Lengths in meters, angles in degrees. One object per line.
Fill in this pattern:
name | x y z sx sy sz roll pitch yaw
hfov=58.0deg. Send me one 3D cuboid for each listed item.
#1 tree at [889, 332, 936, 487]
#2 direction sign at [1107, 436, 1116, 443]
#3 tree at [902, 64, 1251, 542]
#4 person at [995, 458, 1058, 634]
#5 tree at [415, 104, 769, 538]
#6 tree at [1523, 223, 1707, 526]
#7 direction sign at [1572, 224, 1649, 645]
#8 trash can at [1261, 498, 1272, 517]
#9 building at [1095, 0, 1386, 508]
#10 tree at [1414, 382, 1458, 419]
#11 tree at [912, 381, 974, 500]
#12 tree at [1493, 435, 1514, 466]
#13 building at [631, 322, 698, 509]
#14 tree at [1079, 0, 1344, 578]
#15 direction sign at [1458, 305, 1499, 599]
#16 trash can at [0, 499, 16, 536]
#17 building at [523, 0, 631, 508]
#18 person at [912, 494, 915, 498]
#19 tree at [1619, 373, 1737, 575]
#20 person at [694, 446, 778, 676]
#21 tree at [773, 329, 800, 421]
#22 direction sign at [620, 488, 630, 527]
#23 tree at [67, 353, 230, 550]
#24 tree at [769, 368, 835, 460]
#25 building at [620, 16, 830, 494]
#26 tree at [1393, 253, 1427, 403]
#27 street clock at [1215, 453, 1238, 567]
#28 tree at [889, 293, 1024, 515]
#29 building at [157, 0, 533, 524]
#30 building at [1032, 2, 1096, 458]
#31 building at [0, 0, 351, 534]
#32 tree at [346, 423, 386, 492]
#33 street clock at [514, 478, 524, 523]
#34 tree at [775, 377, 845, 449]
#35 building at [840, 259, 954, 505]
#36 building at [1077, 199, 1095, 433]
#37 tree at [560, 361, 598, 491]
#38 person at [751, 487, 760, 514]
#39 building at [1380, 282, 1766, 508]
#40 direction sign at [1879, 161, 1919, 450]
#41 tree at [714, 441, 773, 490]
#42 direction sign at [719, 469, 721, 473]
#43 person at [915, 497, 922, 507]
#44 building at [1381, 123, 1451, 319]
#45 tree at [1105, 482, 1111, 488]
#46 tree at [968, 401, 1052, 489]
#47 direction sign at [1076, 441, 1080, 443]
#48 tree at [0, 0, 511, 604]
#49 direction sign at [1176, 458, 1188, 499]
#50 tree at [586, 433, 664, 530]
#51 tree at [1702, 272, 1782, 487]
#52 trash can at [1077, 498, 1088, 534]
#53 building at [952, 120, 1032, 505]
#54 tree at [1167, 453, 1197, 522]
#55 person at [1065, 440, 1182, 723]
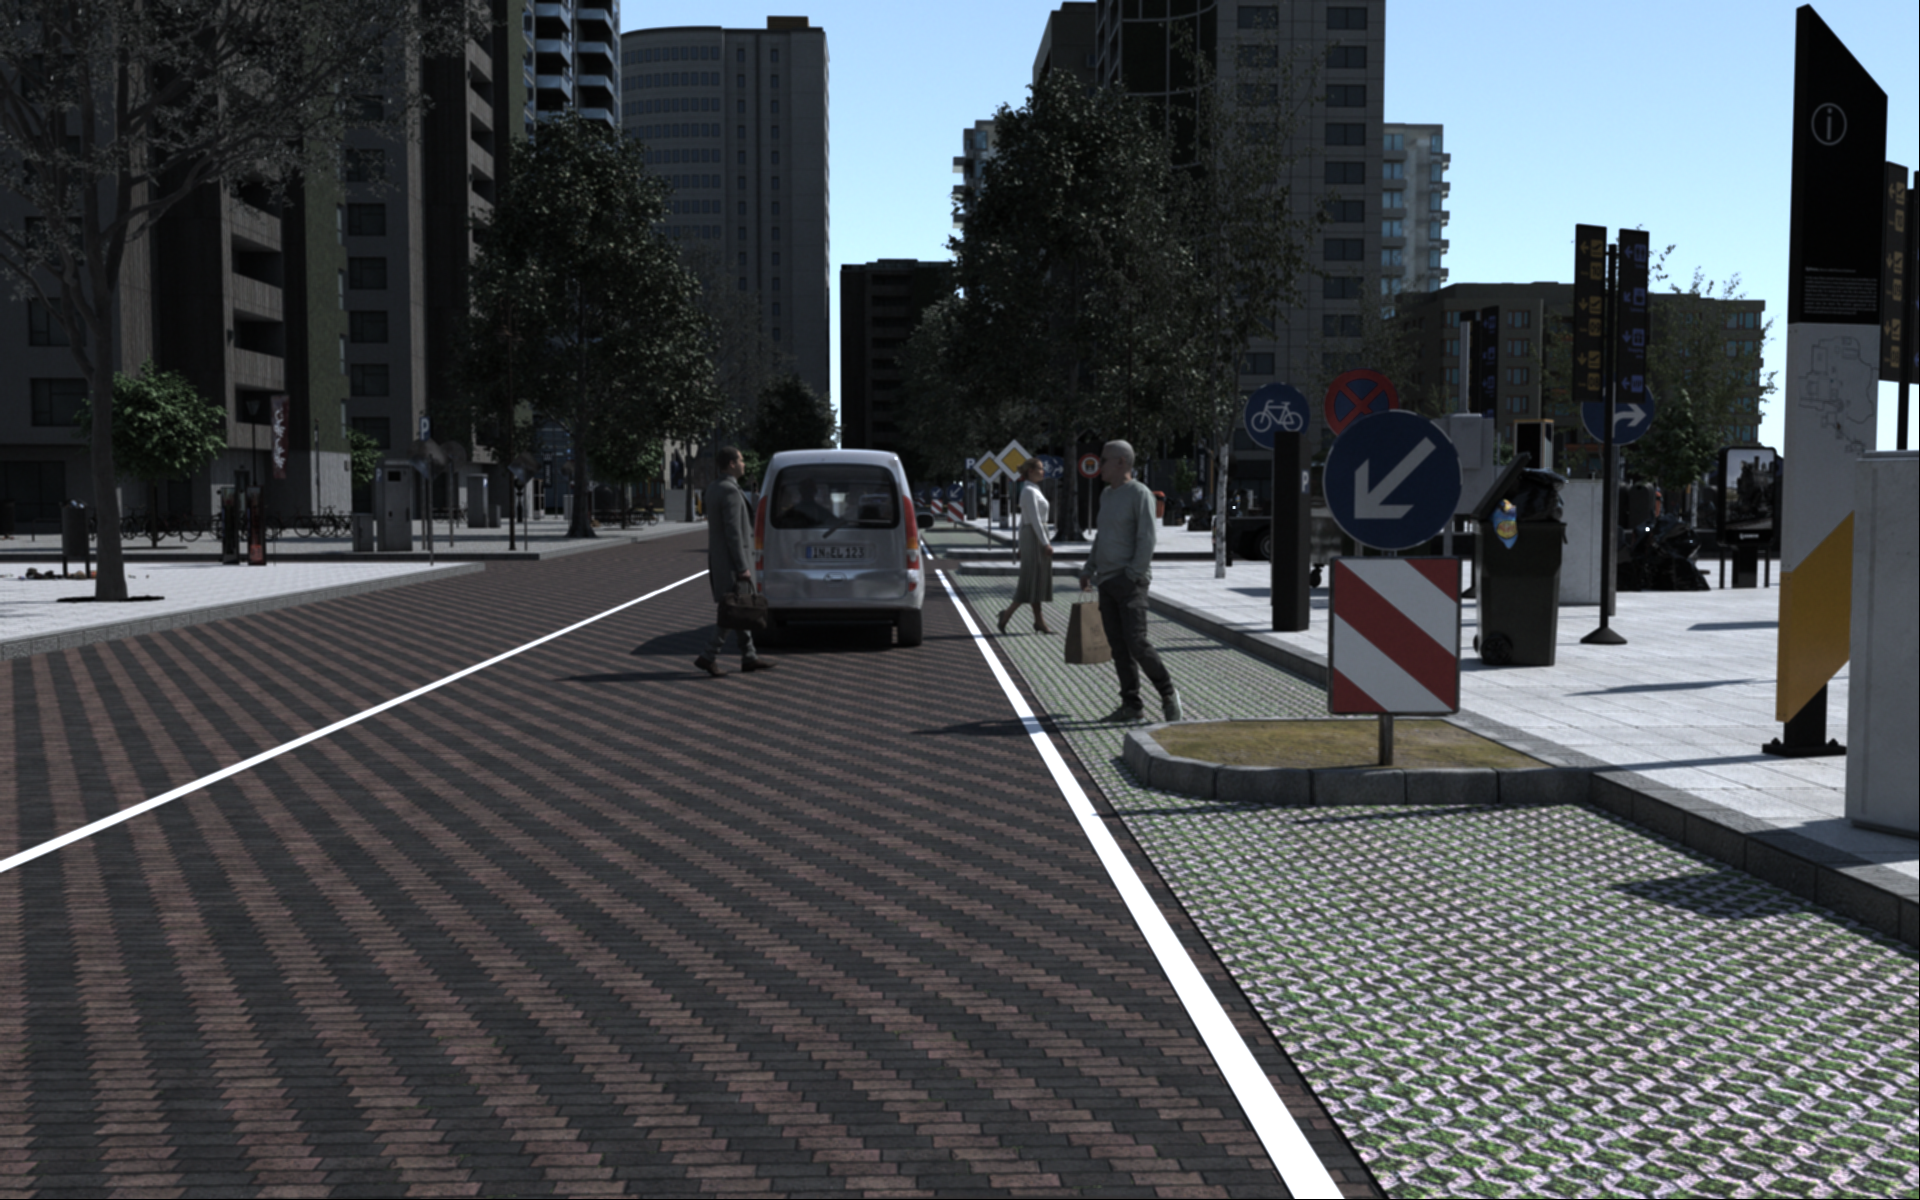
tree | -1.745 -20.600 192.705 12.611 20.169 13.585 0 3 0
direction sign | 5.185 -3.970 56.900 0.876 3.537 0.379 3 5 43
tree | 3.067 -7.919 46.488 9.611 12.733 9.660 0 3 0
person | 0.677 -0.540 17.557 0.641 1.798 0.478 1 4 11
tree | -11.192 -8.212 51.277 9.611 12.733 9.660 0 3 0
tree | 17.831 -5.970 47.980 4.737 8.622 4.395 0 3 0
direction sign | 5.544 -1.395 14.812 0.876 3.537 0.379 -2 4 -29
trash can | 10.293 -2.775 57.031 0.748 1.137 0.748 0 3 0
building | 19.590 -42.474 132.699 20.563 71.187 20.611 0 4 -2
tree | 31.730 -9.960 113.202 4.737 8.622 4.395 0 3 0
tree | -1.533 -15.873 177.655 7.486 12.596 7.792 0 3 0
tree | 29.705 -6.853 95.758 4.285 4.588 4.351 0 3 0
building | -40.946 -19.547 164.635 28.899 21.520 27.650 0 4 -2
tree | 3.945 -4.651 26.410 4.360 8.622 3.978 0 3 0
direction sign | 6.347 -1.792 21.290 0.379 3.537 0.876 -1 4 -13
trash can | -29.682 -2.575 53.748 0.748 1.137 0.748 0 3 0
building | -36.130 -49.803 126.958 22.319 86.520 31.000 0 4 -2
person | -4.754 -10.210 176.903 0.415 1.643 0.593 0 4 -5
tree | 11.454 -2.042 27.981 1.663 3.219 1.824 0 3 0
person | -1.783 -0.317 13.780 0.767 1.812 0.694 -2 4 -25
tree | -12.188 -10.263 78.170 12.009 13.543 11.850 0 3 0
direction sign | -12.954 -4.577 66.835 0.379 3.537 0.876 -2 4 -26
tree | -19.021 -3.482 40.647 4.285 4.588 4.351 0 3 0
tree | -15.974 -14.728 157.803 9.611 12.733 9.660 0 3 0
building | -30.504 -41.305 217.329 28.212 58.520 21.231 0 4 -2
tree | 12.506 -6.310 53.537 4.360 8.622 3.978 0 3 0
street clock | 4.695 -1.593 30.620 0.358 2.002 0.471 -1 4 -17
tree | 0.398 -12.326 108.185 9.857 13.997 8.962 0 3 0
building | -30.548 -19.389 88.713 14.160 30.474 14.107 0 4 -2
building | 18.506 -33.350 168.971 21.300 48.544 21.600 0 4 -2
building | -30.925 -17.685 60.855 14.160 30.474 14.107 0 4 -2
tree | -27.626 -5.773 78.106 4.285 4.588 4.351 0 3 0
street clock | -19.781 -4.479 77.803 0.358 2.002 0.471 2 4 33
tree | -17.092 -17.134 186.788 9.857 13.997 8.962 0 3 0
building | -7.892 -27.152 215.628 14.107 30.474 14.160 0 4 -2
building | 16.538 -23.214 151.244 14.160 30.474 14.107 0 4 -2
tree | -20.055 -8.810 94.404 4.737 8.622 4.395 0 3 0
person | -9.980 -4.711 85.891 0.716 1.782 0.532 2 4 33
building | 56.573 -19.724 167.528 28.899 21.520 27.650 0 4 -2
direction sign | 6.622 -1.233 12.165 0.876 3.537 0.379 -3 5 -41
tree | -13.874 -7.556 107.256 4.285 4.588 4.351 0 3 0
direction sign | -13.190 -6.339 95.634 0.379 3.537 0.876 -1 4 -18
person | -4.453 -10.319 177.941 1.217 1.743 0.721 0 4 0
building | 45.796 -36.845 222.017 30.456 49.044 23.786 0 4 -2
tree | 8.887 -6.352 98.457 1.663 3.219 1.824 0 3 0
tree | 1.694 -8.437 88.300 4.360 8.622 3.978 0 3 0
direction sign | 4.612 -4.821 70.822 0.876 3.537 0.379 3 5 40
tree | -10.327 -6.728 20.381 12.009 13.543 11.850 0 3 0
direction sign | 13.911 -7.131 108.592 0.876 3.537 0.379 -1 4 -23
tree | -12.125 -4.813 62.403 4.285 4.588 4.351 0 3 0
tree | 24.425 -6.512 56.830 4.737 8.622 4.395 0 3 0
trash can | 3.788 -2.737 56.398 0.748 1.137 0.748 0 3 0
building | 14.187 -36.761 220.647 30.456 49.044 23.786 0 4 -2
tree | 10.407 -5.256 80.536 1.663 3.219 1.824 0 3 0
person | 1.015 -0.116 10.880 0.515 1.767 0.782 -2 4 -29
